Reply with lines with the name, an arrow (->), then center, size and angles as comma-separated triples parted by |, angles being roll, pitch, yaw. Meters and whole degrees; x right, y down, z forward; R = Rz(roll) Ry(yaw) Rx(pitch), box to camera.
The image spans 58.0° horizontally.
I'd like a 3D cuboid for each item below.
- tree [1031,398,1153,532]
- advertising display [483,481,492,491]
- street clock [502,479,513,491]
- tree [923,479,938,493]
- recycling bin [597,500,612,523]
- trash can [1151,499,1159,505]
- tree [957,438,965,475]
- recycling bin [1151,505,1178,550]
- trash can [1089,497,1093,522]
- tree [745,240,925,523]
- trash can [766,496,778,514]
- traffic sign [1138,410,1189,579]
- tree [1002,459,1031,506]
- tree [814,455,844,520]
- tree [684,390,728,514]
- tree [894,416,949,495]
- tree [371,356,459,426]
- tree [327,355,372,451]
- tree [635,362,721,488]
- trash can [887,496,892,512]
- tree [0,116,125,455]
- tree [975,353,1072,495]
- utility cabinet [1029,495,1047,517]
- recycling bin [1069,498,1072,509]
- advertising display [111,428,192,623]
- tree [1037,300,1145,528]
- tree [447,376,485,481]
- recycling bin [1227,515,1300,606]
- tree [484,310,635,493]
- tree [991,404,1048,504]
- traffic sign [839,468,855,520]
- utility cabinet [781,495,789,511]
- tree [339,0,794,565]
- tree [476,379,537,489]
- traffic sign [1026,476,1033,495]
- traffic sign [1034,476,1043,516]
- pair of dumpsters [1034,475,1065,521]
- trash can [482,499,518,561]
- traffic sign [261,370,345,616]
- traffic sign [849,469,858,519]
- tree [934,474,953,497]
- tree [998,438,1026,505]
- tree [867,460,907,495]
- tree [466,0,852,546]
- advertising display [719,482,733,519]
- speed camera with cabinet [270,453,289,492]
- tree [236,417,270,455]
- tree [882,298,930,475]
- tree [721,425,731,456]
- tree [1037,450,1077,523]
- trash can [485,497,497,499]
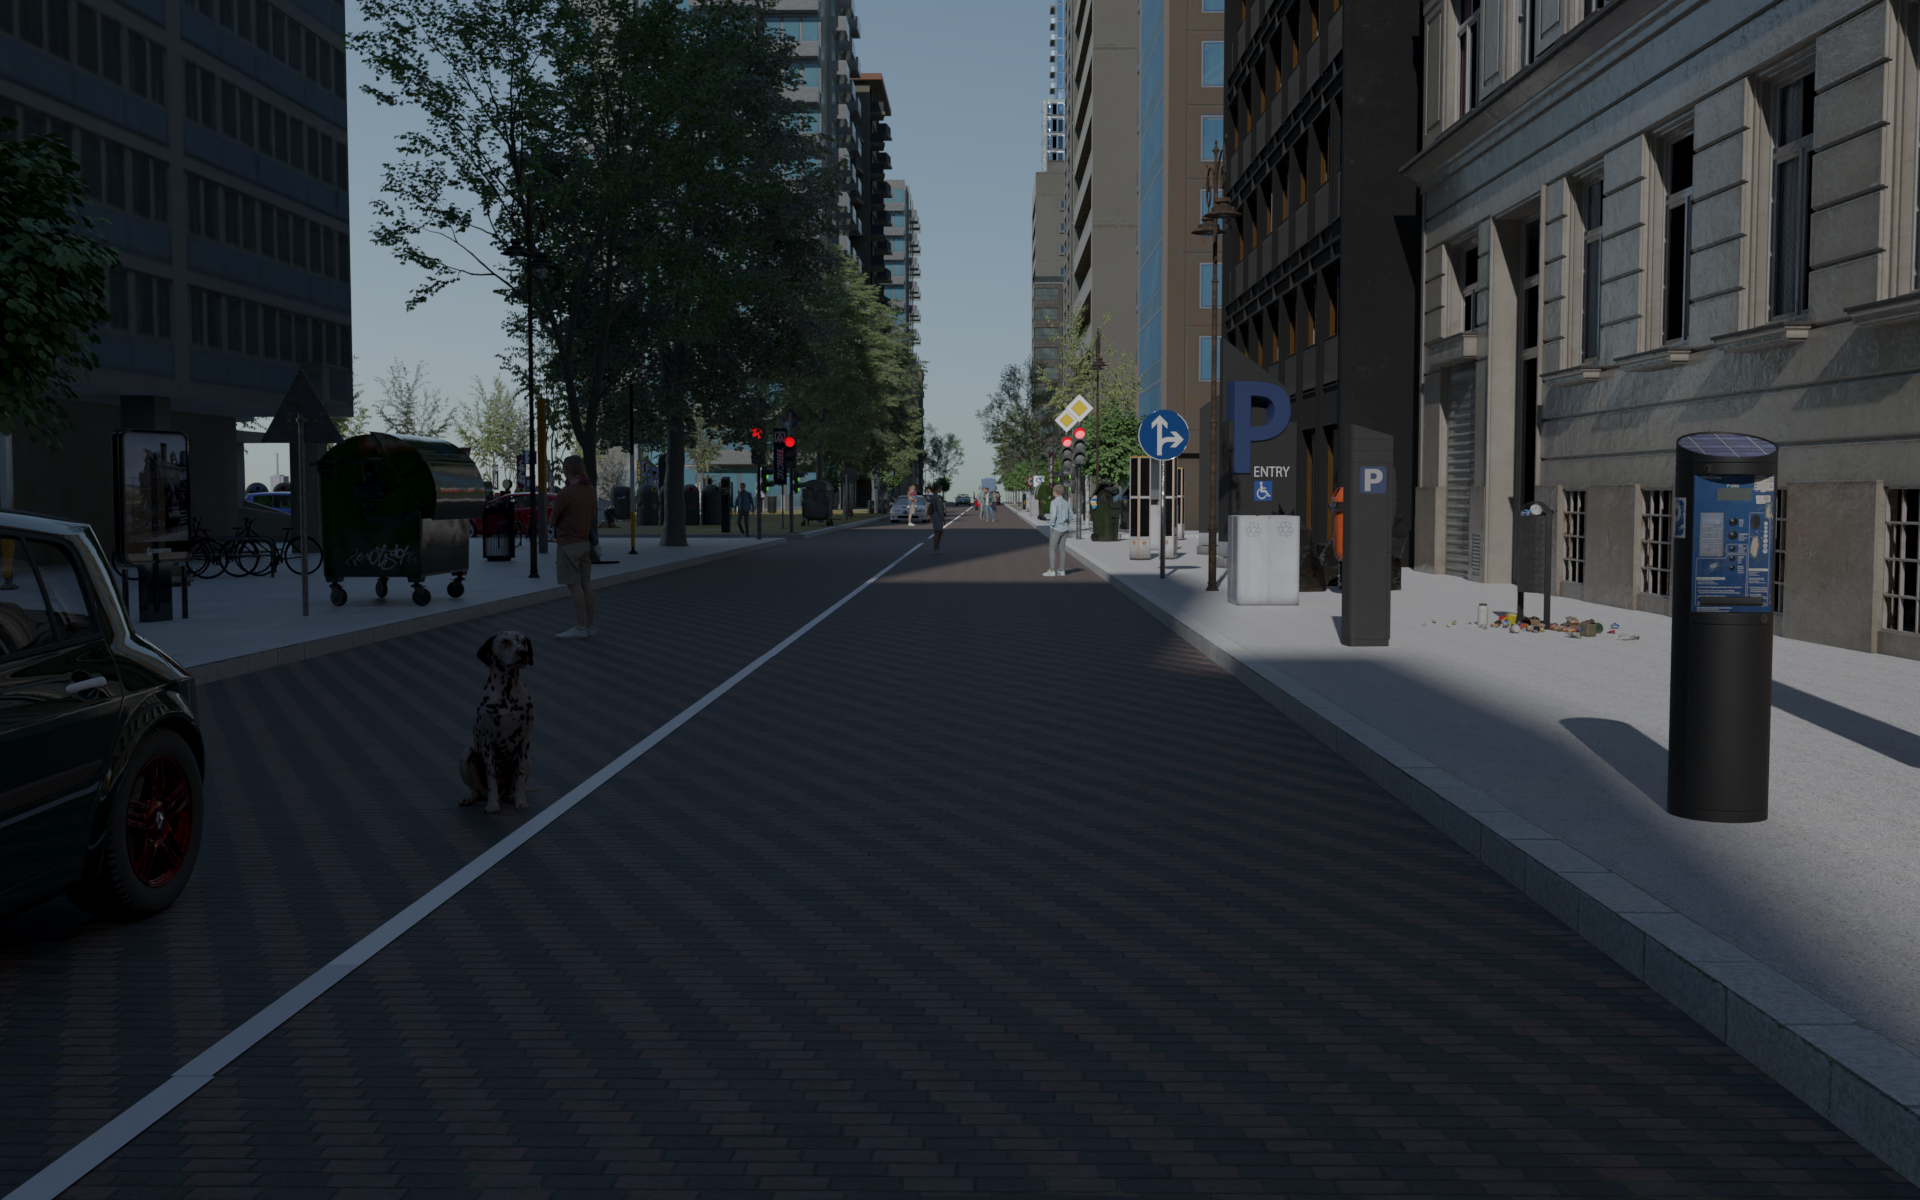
tree -> 5.251, -4.632, 59.441 | 4.285, 4.588, 4.351 | 0, 3, 0
advertising display -> -23.712, -4.953, 86.189 | 0.123, 1.923, 0.974 | 3, 5, 40
street clock -> -22.102, -4.896, 84.619 | 0.471, 2.002, 0.358 | 2, 4, 25
tree -> -3.970, -14.209, 226.913 | 1.663, 3.219, 1.824 | 0, 3, 0
recycling bin -> -14.208, -3.417, 68.417 | 0.722, 1.027, 0.722 | 1, 4, 16
trash can -> 5.183, -2.234, 48.172 | 0.748, 1.137, 0.748 | 0, 3, 0
tree -> -2.643, -22.120, 287.422 | 9.928, 11.665, 9.643 | 0, 3, 0
recycling bin -> 4.560, -1.667, 39.816 | 0.722, 1.027, 0.722 | 2, 4, 28
trash can -> 6.259, -4.115, 78.930 | 0.748, 1.137, 0.748 | 0, 3, 0
tree -> -5.892, -9.747, 77.486 | 7.486, 12.596, 7.792 | 0, 3, 0
trash can -> -12.384, -6.266, 114.096 | 0.748, 1.137, 0.748 | 0, 3, 0
traffic sign -> 3.080, -1.599, 26.251 | 0.768, 2.556, 0.104 | 0, 4, 3
tree -> 5.846, -9.725, 142.711 | 4.285, 4.588, 4.351 | 0, 3, 0
tree -> -6.489, -5.628, 86.620 | 1.663, 3.219, 1.824 | 0, 3, 0
tree -> -16.993, -9.959, 113.194 | 4.360, 8.622, 3.978 | 0, 3, 0
tree -> -4.703, -16.160, 198.631 | 7.601, 10.594, 8.767 | 0, 4, 5
tree -> -29.470, -8.746, 93.357 | 4.360, 8.622, 3.978 | 0, 3, 0
tree -> -31.195, -8.319, 86.382 | 4.737, 8.622, 4.395 | 0, 3, 0
tree -> -16.174, -8.699, 92.593 | 4.737, 8.622, 4.395 | 0, 3, 0
trash can -> -5.179, -6.838, 123.456 | 0.748, 1.137, 0.748 | 0, 3, 0
tree -> -7.921, -1.784, 12.882 | 4.285, 4.588, 4.351 | 0, 3, 0
tree -> 4.990, -10.991, 114.114 | 8.767, 10.594, 7.601 | 0, 4, 8
utility cabinet -> 4.469, -5.357, 98.750 | 1.020, 1.237, 0.306 | -1, 4, -21
recycling bin -> 7.102, -6.248, 114.712 | 0.722, 1.027, 0.722 | 2, 4, 30
advertising display -> -8.094, -0.744, 17.385 | 0.123, 1.923, 0.974 | 1, 4, 14
tree -> 4.865, -7.036, 65.393 | 4.737, 8.622, 4.395 | 0, 3, 0
tree -> -28.347, -9.400, 104.056 | 4.737, 8.622, 4.395 | 0, 3, 0
recycling bin -> 3.538, -0.469, 20.224 | 0.722, 1.027, 0.722 | 0, 4, -1
tree -> -14.068, -6.743, 60.610 | 4.737, 8.622, 4.395 | 0, 3, 0
tree -> 7.366, -18.270, 216.842 | 7.486, 12.596, 7.792 | 0, 3, 0
traffic sign -> -5.541, -5.182, 84.834 | 0.768, 2.556, 0.104 | 0, 4, 8
utility cabinet -> -12.881, -7.143, 127.947 | 0.306, 1.237, 1.020 | 1, 4, 20
tree -> -6.882, -6.461, 31.386 | 9.928, 11.665, 9.643 | 0, 3, 0
tree -> -28.951, -9.828, 111.046 | 4.360, 8.622, 3.978 | 0, 3, 0
traffic sign -> 4.996, -7.370, 120.597 | 0.768, 2.556, 0.104 | 1, 4, 11
traffic sign -> 4.436, -5.818, 97.258 | 0.606, 2.300, 0.079 | 1, 4, 10
pair of dumpsters -> 4.465, -5.018, 84.537 | 1.574, 2.255, 4.437 | 0, 4, 1
trash can -> -8.831, -1.315, 33.156 | 0.748, 1.137, 0.748 | 0, 3, 0
traffic sign -> -6.890, -1.111, 18.164 | 0.884, 2.594, 0.081 | 0, 4, 2
traffic sign -> -5.599, -5.420, 88.726 | 0.768, 2.556, 0.104 | 0, 4, 8
tree -> -2.687, -18.020, 278.335 | 4.285, 4.588, 4.351 | 0, 3, 0
tree -> 6.472, -15.540, 204.447 | 4.360, 8.622, 3.978 | 0, 3, 0
tree -> -5.901, -9.481, 138.731 | 4.285, 4.588, 4.351 | 0, 3, 0
tree -> -7.100, -8.316, 42.614 | 9.857, 13.997, 8.962 | 0, 3, 0
advertising display -> -12.214, -5.210, 90.400 | 0.974, 1.923, 0.123 | 3, 5, 40
speed camera with cabinet -> -31.911, -5.417, 82.910 | 2.038, 3.252, 0.660 | 0, 4, 7
tree -> -29.228, -7.191, 67.929 | 4.360, 8.622, 3.978 | 0, 3, 0
tree -> -6.443, -11.729, 98.420 | 9.857, 13.997, 8.962 | 0, 3, 0
tree -> -18.139, -10.408, 120.525 | 4.737, 8.622, 4.395 | 0, 3, 0
tree -> 4.484, -5.018, 76.645 | 1.663, 3.219, 1.824 | 0, 3, 0
trash can -> -20.323, -3.847, 74.544 | 0.748, 1.137, 0.748 | 0, 3, 0
